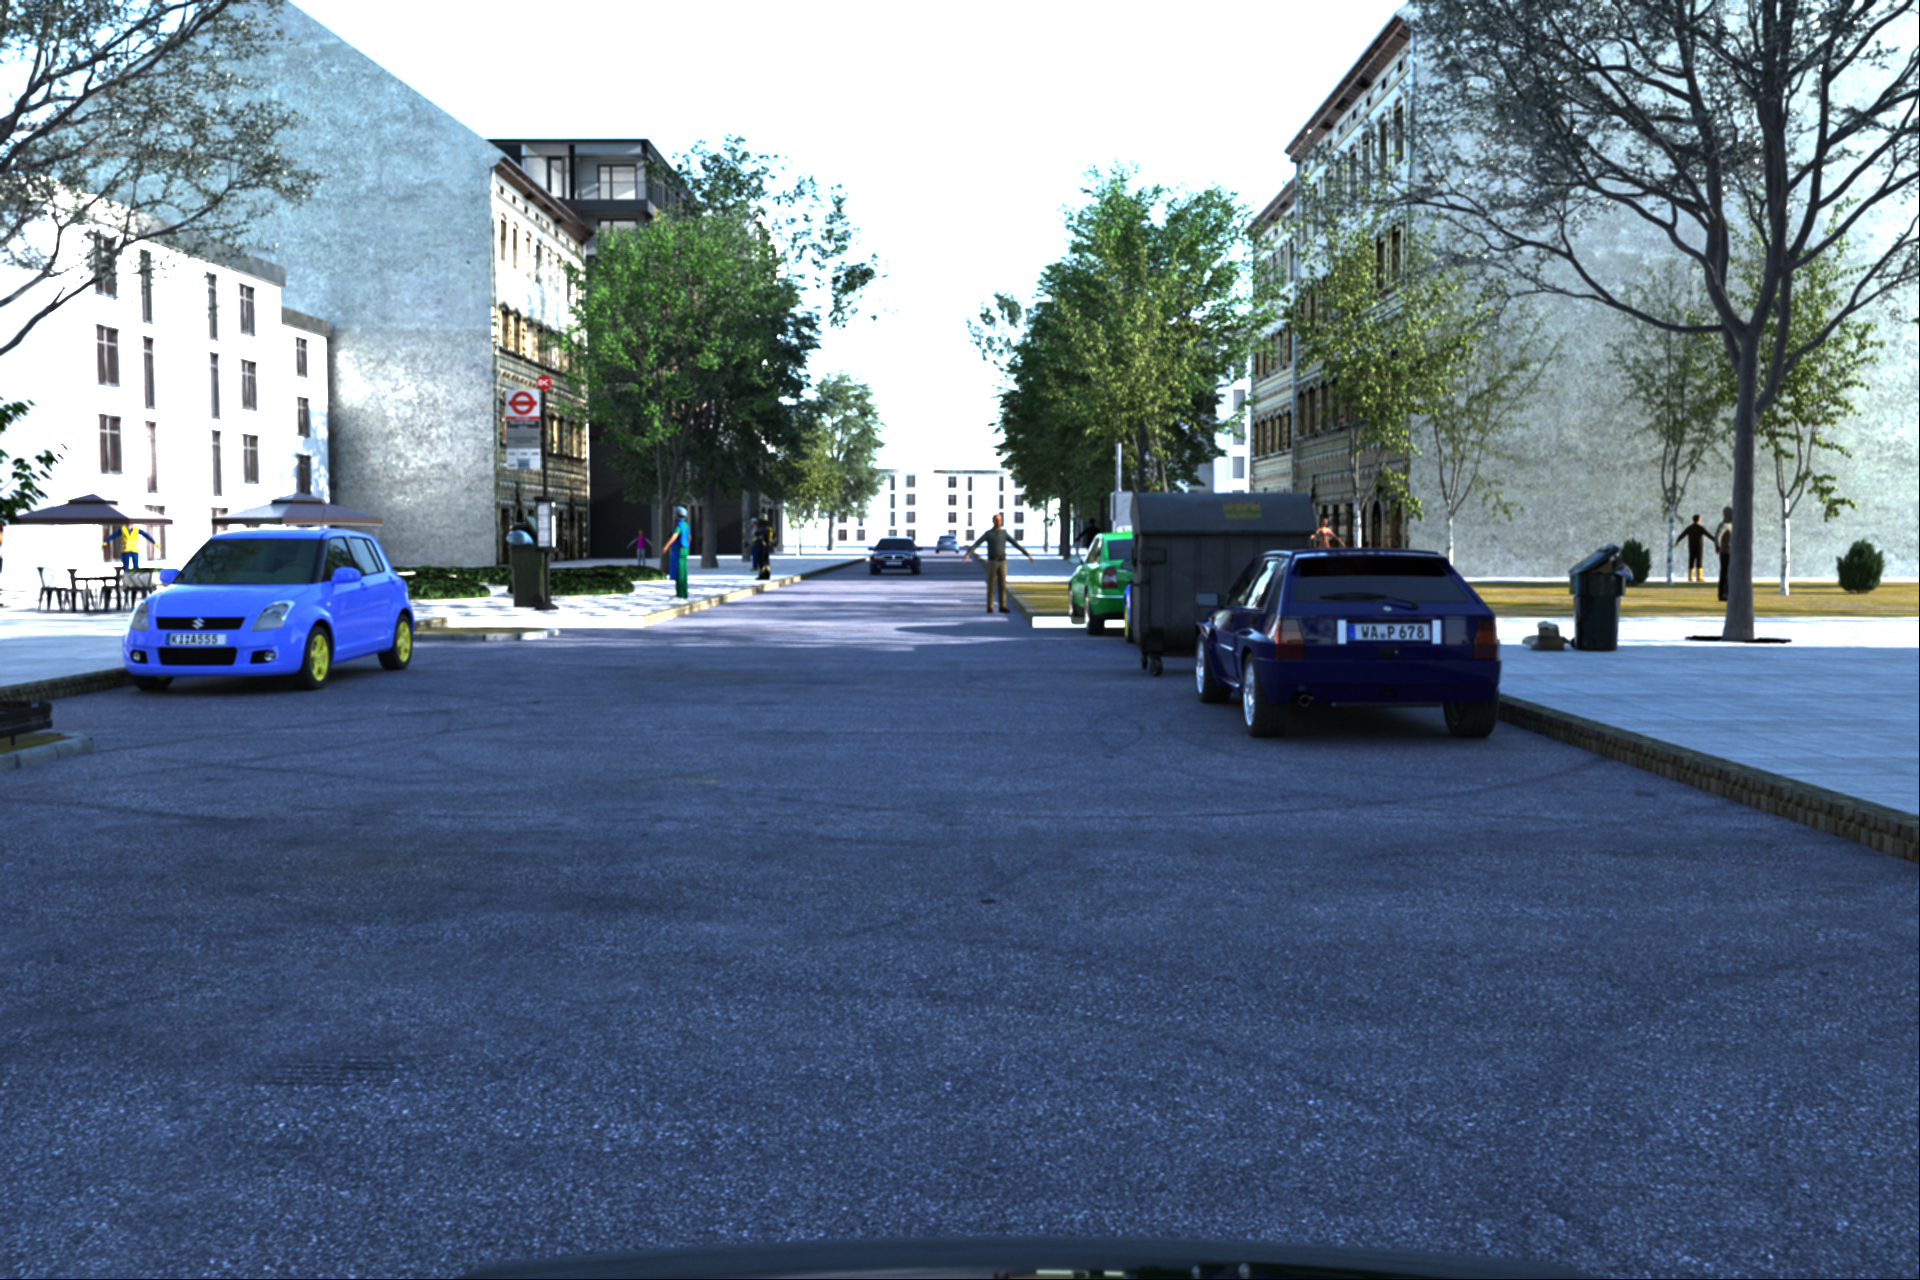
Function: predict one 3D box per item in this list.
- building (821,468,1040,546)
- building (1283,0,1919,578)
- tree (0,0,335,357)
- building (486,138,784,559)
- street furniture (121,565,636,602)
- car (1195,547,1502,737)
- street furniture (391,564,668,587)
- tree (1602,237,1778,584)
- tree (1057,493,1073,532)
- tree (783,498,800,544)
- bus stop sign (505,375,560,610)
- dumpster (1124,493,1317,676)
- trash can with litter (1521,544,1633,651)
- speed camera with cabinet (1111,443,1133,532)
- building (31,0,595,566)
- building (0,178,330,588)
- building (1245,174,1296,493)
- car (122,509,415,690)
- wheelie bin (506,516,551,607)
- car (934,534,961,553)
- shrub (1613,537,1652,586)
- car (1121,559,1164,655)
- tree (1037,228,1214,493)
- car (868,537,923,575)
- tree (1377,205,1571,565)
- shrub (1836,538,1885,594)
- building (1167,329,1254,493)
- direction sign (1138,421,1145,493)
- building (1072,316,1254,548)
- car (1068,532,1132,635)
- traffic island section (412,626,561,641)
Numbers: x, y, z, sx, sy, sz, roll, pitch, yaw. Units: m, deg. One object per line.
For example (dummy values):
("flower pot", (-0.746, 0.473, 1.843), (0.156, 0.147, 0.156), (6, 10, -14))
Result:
("building", (-3.711, -16.894, 220.821), (28.070, 9.664, 9.099), (0, 4, -4))
("building", (22.389, -13.961, 59.195), (19.493, 23.208, 18.063), (0, 4, 0))
("tree", (-12.458, -6.759, 20.887), (12.009, 13.543, 11.850), (0, 3, 0))
("building", (-26.522, -16.035, 106.149), (27.936, 21.610, 32.646), (0, 4, 0))
("street furniture", (-12.128, -1.242, 35.927), (10.072, 0.657, 5.734), (1, 4, 15))
("car", (2.890, -0.059, 13.545), (1.945, 1.354, 3.894), (0, 3, 0))
("street furniture", (-12.416, -1.746, 44.168), (10.072, 0.657, 5.734), (-1, 4, -15))
("tree", (17.883, -5.725, 43.960), (4.360, 8.622, 3.978), (0, 3, 0))
("tree", (14.375, -16.445, 219.237), (4.737, 8.622, 4.395), (0, 3, 0))
("tree", (-21.666, -16.640, 222.432), (4.737, 8.622, 4.395), (0, 3, 0))
("bus stop sign", (-7.205, -2.476, 29.189), (0.855, 3.939, 0.416), (0, 4, -1))
("dumpster", (2.672, -0.591, 17.885), (1.865, 1.857, 1.264), (0, 4, 0))
("trash can with litter", (6.784, -0.469, 19.050), (1.055, 1.170, 0.624), (0, 4, 0))
("speed camera with cabinet", (3.649, -2.613, 37.055), (0.660, 3.252, 2.038), (0, 4, -1))
("building", (-27.911, -15.100, 77.810), (19.493, 23.208, 18.063), (0, 4, -1))
("building", (-25.809, -6.891, 54.807), (9.099, 9.664, 28.070), (0, 4, 0))
("building", (23.794, -15.071, 77.345), (19.493, 23.208, 18.063), (0, 3, 0))
("car", (-6.710, -0.455, 17.024), (1.945, 1.707, 3.694), (0, 4, 0))
("wheelie bin", (-7.560, -1.377, 30.416), (0.693, 1.594, 0.980), (0, 4, -1))
("car", (-0.953, -7.200, 129.720), (2.014, 1.417, 4.499), (0, 4, 0))
("shrub", (16.483, -1.921, 42.532), (1.383, 1.207, 1.383), (0, 3, 0))
("car", (3.022, -0.743, 21.743), (1.945, 1.707, 3.694), (0, 4, 0))
("tree", (4.160, -5.541, 40.950), (4.737, 8.622, 4.395), (0, 3, 0))
("car", (-2.293, -3.013, 61.845), (1.945, 1.354, 3.894), (0, 4, 0))
("tree", (11.094, -5.445, 39.390), (4.360, 8.622, 3.978), (0, 3, 0))
("shrub", (19.379, -1.600, 37.272), (1.383, 1.207, 1.383), (0, 3, 0))
("building", (24.358, -18.520, 159.225), (16.016, 20.090, 11.380), (0, 4, 0))
("direction sign", (3.695, -2.650, 35.330), (0.379, 3.537, 0.876), (0, 4, -1))
("building", (25.399, -20.479, 178.811), (27.936, 21.610, 32.646), (0, 4, 0))
("car", (2.651, -1.052, 26.003), (1.959, 1.807, 4.718), (0, 4, -1))
("traffic island section", (-6.702, -0.085, 24.262), (1.991, 0.108, 1.994), (0, 4, 1))
